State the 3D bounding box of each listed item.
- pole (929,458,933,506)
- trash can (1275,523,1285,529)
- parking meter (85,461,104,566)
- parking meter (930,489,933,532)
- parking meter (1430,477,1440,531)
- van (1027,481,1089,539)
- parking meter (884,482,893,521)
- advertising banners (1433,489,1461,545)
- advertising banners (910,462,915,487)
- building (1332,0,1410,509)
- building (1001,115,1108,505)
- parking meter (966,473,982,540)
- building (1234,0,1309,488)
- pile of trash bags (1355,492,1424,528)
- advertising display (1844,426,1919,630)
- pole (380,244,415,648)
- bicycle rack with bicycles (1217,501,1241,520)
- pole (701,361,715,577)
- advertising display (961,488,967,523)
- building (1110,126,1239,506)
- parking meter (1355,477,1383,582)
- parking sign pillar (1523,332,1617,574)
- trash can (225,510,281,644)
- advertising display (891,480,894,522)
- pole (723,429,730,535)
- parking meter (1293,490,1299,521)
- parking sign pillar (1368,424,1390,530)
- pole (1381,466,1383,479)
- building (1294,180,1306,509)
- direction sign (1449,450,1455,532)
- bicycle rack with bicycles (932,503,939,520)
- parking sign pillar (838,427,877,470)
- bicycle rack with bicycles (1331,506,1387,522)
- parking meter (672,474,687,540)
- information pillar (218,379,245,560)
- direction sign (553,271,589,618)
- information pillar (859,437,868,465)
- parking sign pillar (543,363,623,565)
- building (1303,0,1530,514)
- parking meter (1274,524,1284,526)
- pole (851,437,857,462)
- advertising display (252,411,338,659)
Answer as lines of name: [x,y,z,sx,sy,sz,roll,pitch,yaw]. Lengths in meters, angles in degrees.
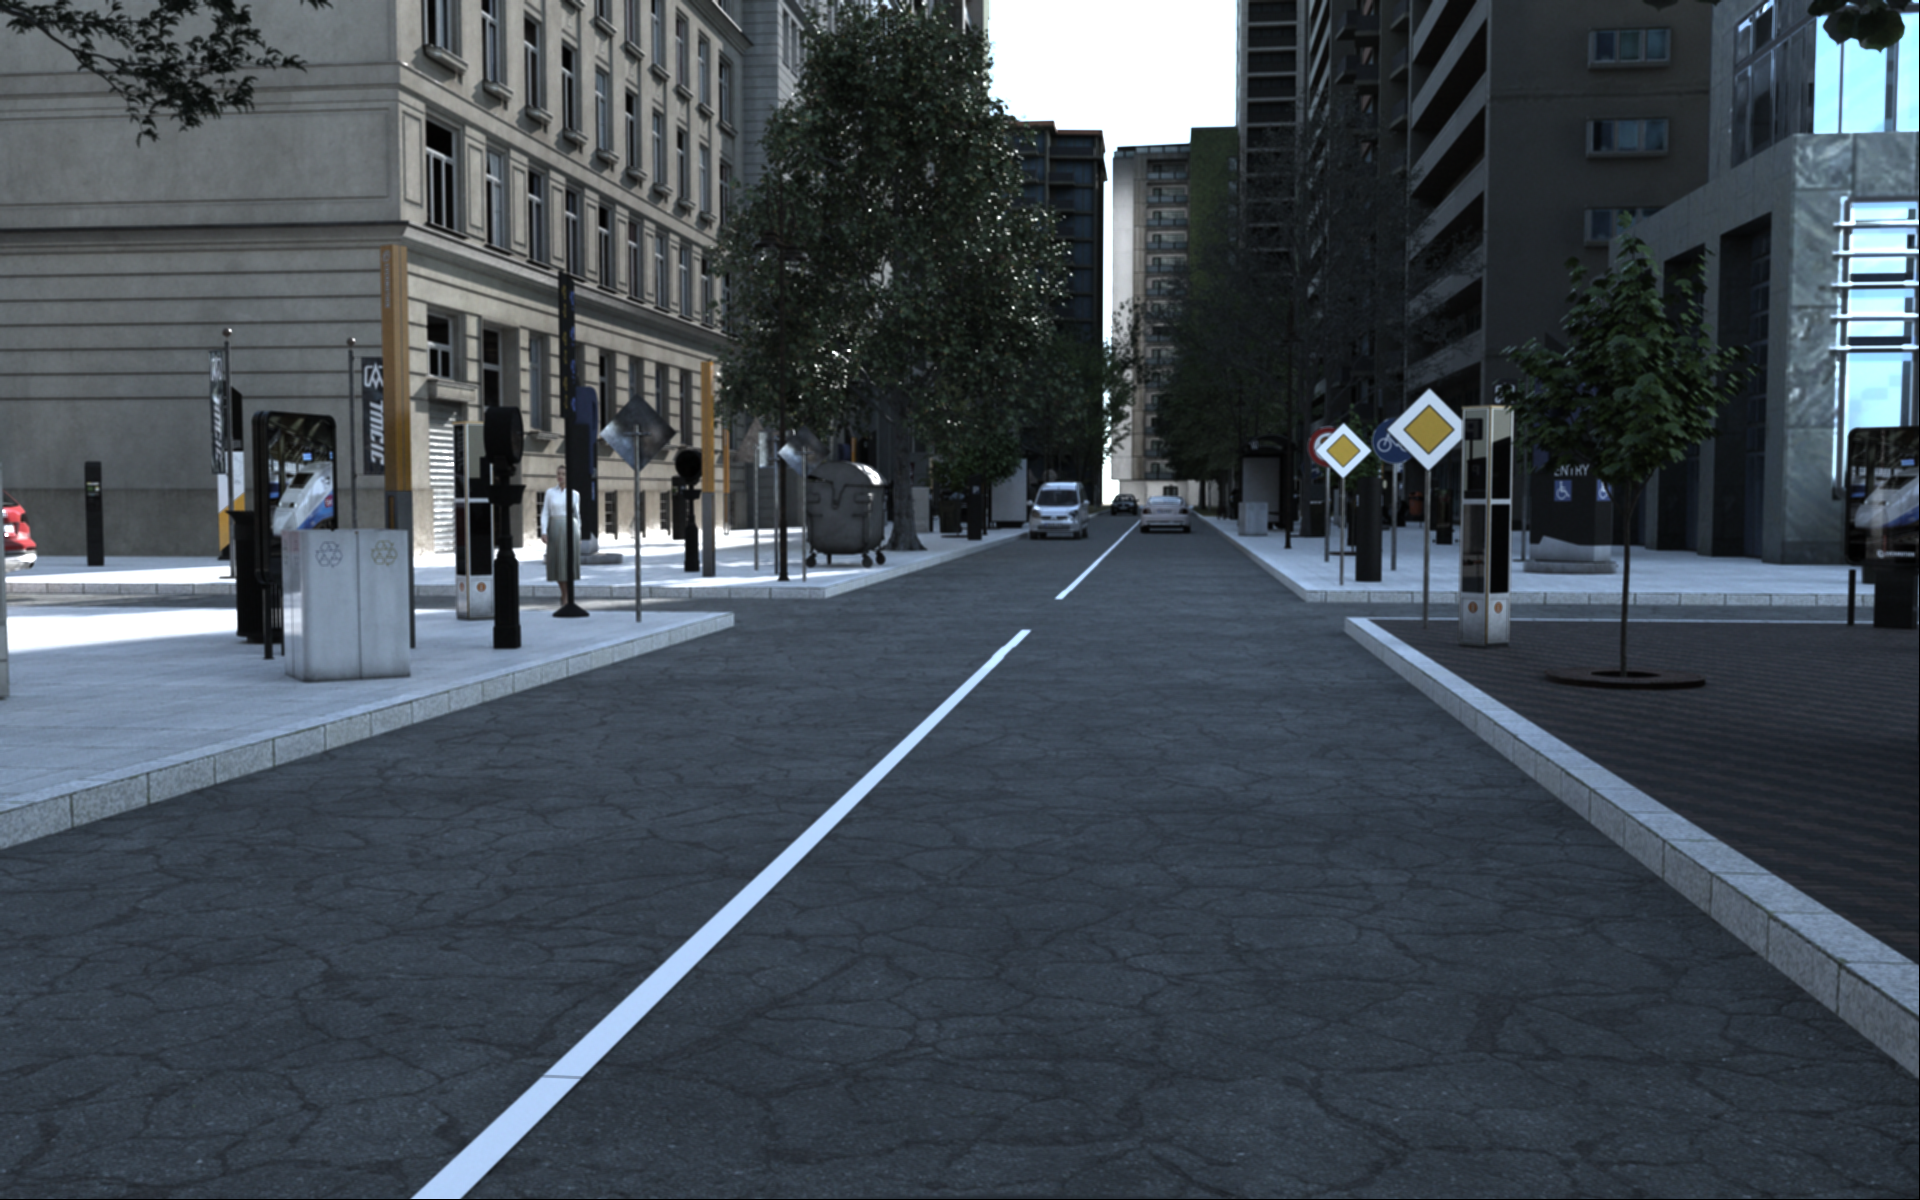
pole: [-1.626,-6.334,97.397,0.158,3.312,0.155,0,3,0]
trash can: [12.039,-3.229,64.442,0.748,1.137,0.748,0,3,0]
parking meter: [-15.454,-1.542,30.919,0.255,1.863,0.399,-2,4,-24]
parking meter: [-1.102,-3.074,58.670,0.372,1.533,0.369,0,3,0]
parking meter: [16.621,-3.367,60.756,0.255,1.863,0.399,-1,4,-17]
van: [3.233,-3.002,56.096,2.013,2.044,4.112,1,4,9]
parking meter: [-3.397,-4.685,82.308,0.399,1.863,0.255,3,4,37]
advertising banners: [12.801,-2.891,43.455,0.090,3.025,2.074,-3,5,-41]
advertising banners: [-3.469,-6.096,95.851,2.074,3.025,0.090,1,4,20]
building: [36.386,-28.094,113.963,22.147,44.769,28.867,0,4,7]
building: [2.613,-33.562,203.360,28.867,44.769,22.147,0,4,7]
parking meter: [0.390,-2.607,48.337,0.399,1.863,0.255,-1,4,-18]
building: [41.790,-46.381,196.574,20.611,71.187,20.563,0,4,7]
pile of trash bags: [16.820,-3.539,67.610,1.912,1.369,3.447,-2,4,-29]
advertising display: [8.942,-0.690,16.502,0.123,1.923,0.974,-2,4,-35]
pole: [-4.647,-1.252,14.311,0.158,3.312,0.155,0,3,0]
bicycle rack with bicycles: [14.100,-4.438,85.936,2.852,0.926,2.925,0,4,-1]
pole: [-3.893,-2.014,26.767,0.158,3.312,0.155,0,3,0]
advertising display: [0.200,-4.430,77.645,0.974,1.923,0.123,0,4,-5]
building: [24.177,-31.359,196.319,14.086,41.232,14.154,0,4,7]
parking meter: [6.006,-1.040,25.423,0.372,1.533,0.369,0,3,0]
parking sign pillar: [9.976,-2.432,28.241,1.447,3.967,1.447,-2,4,-31]
trash can: [-5.964,-0.207,15.044,0.748,1.137,0.748,0,3,0]
advertising display: [-2.913,-4.499,78.766,0.123,1.923,0.974,1,4,18]
pole: [-7.330,-3.699,54.330,0.158,3.312,0.155,0,3,0]
parking meter: [15.861,-4.503,82.035,0.372,1.533,0.369,0,3,0]
parking sign pillar: [14.640,-4.485,61.803,1.447,3.967,1.447,1,4,17]
pole: [23.491,-6.283,96.563,0.158,3.312,0.155,0,3,0]
building: [37.433,-23.602,157.589,14.160,30.474,14.107,0,4,7]
direction sign: [16.708,-4.099,59.018,0.379,3.537,0.876,1,4,20]
bicycle rack with bicycles: [-1.839,-4.410,85.490,2.925,0.926,2.852,-1,4,-17]
parking sign pillar: [-4.129,-5.103,71.899,1.447,3.967,1.447,-1,4,-11]
bicycle rack with bicycles: [18.271,-3.977,78.411,2.925,0.926,2.852,1,4,18]
parking meter: [-7.878,-2.622,48.579,0.255,1.863,0.399,2,4,28]
information pillar: [-14.183,-2.587,33.645,0.504,3.616,0.183,-1,4,-14]
direction sign: [-4.083,-1.595,18.071,0.379,3.537,0.876,0,4,-4]
information pillar: [-3.465,-4.337,62.267,0.183,3.616,0.504,2,4,32]
parking sign pillar: [-6.945,-2.649,31.785,1.447,3.967,1.447,0,4,-5]
building: [39.444,-31.508,138.849,21.300,48.544,21.600,0,4,7]
parking meter: [12.530,-3.808,67.973,0.399,1.863,0.255,0,4,-1]
pole: [-3.812,-4.196,62.446,0.158,3.312,0.155,0,3,0]
advertising display: [-5.290,-0.527,13.835,0.123,1.923,0.974,1,4,12]
